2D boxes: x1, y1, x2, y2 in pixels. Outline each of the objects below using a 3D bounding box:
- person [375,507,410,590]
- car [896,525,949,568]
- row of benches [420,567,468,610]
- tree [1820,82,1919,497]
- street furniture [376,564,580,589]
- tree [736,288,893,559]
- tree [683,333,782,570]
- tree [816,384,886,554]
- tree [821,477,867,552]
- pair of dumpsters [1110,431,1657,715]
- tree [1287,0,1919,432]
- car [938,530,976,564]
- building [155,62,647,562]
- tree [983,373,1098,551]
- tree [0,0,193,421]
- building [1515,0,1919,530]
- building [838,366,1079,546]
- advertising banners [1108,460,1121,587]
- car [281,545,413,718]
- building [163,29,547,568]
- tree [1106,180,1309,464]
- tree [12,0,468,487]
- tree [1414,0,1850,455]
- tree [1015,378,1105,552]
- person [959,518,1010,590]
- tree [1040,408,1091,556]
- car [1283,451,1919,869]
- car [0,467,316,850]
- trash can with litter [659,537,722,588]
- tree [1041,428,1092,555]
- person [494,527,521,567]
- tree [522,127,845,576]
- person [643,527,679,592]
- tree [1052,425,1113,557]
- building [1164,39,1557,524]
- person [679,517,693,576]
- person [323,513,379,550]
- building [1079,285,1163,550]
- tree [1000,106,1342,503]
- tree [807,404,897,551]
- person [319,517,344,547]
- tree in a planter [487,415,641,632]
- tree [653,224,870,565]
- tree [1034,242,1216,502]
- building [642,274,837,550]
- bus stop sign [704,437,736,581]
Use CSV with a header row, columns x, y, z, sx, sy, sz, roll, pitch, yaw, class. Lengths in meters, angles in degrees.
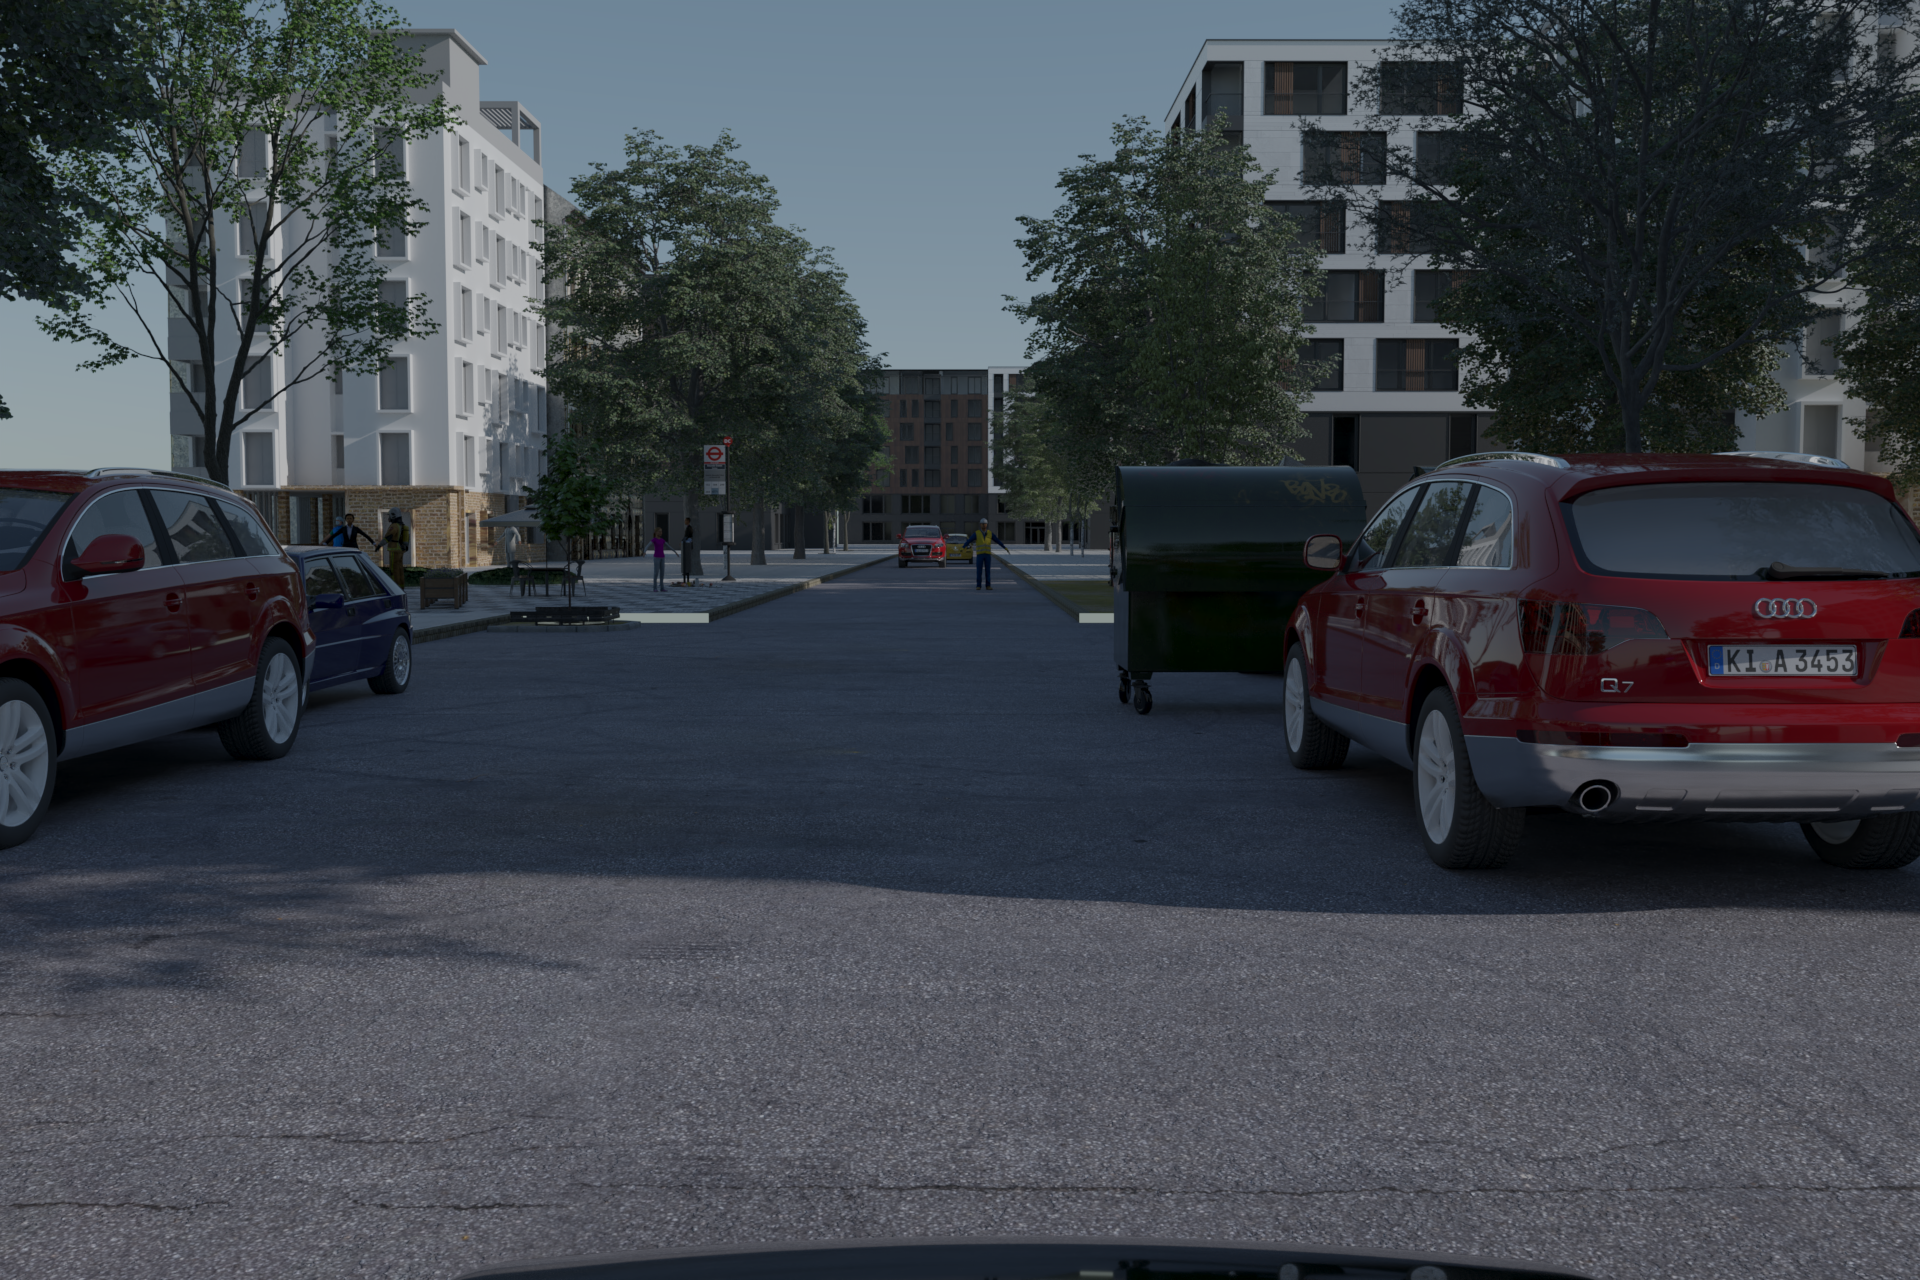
x,y,z,sx,sy,sz,roll,pitch,yaw,class
-12.116,-1.919,37.139,0.705,1.858,1.354,1,4,9,person
-1.604,-4.058,75.025,2.281,1.827,5.304,0,4,0,car
-9.289,-0.965,31.239,1.422,0.672,4.104,-1,4,-13,row of benches
26.492,-8.352,43.209,9.857,13.997,8.962,0,3,0,tree
-15.003,-1.737,44.027,10.072,0.657,5.734,2,4,26,street furniture
-8.141,-11.127,88.588,9.857,13.997,8.962,0,3,0,tree
-8.707,-6.848,62.324,4.360,8.622,3.978,0,3,0,tree
-8.625,-11.370,111.654,9.928,11.665,9.643,0,3,0,tree
-8.577,-10.406,120.498,4.737,8.622,4.395,0,3,0,tree
3.444,-0.568,14.245,4.436,2.255,1.574,0,4,-1,pair of dumpsters
10.060,-7.046,25.580,12.009,13.543,11.850,0,3,0,tree
-0.201,-4.498,83.773,2.015,1.641,3.980,0,4,0,car
-27.365,-15.794,89.168,19.493,23.208,18.063,0,4,1,building
6.593,-13.729,131.124,9.857,13.997,8.962,0,3,0,tree
-12.048,-6.718,16.503,9.857,13.997,8.962,0,3,0,tree
26.101,-12.675,63.650,16.016,20.090,11.380,0,4,0,building
1.272,-23.063,223.507,32.646,21.610,27.936,0,3,0,building
3.740,-2.791,41.814,0.090,3.025,2.074,0,4,-2,advertising banners
-5.864,-0.102,14.255,1.945,1.354,3.894,0,3,0,car
-23.910,-12.840,66.354,16.016,20.090,11.380,0,3,0,building
4.985,-5.248,36.175,4.737,8.622,4.395,0,3,0,tree
-11.814,-6.221,27.474,9.928,11.665,9.643,0,3,0,tree
14.793,-8.087,38.881,9.857,13.997,8.962,0,3,0,tree
7.237,-12.409,121.013,7.486,12.596,7.792,0,3,0,tree
0.613,-2.202,44.431,1.349,1.833,0.705,-1,4,-10,person
6.376,-9.246,101.529,4.360,8.622,3.978,0,3,0,tree
3.043,-0.017,8.943,2.281,1.827,5.304,0,3,0,car
-5.318,-0.052,9.526,2.281,1.827,5.304,0,4,0,car
-6.554,-1.926,42.552,1.678,1.210,2.233,0,4,1,trash can with litter
6.699,-9.608,107.456,4.360,8.622,3.978,0,3,0,tree
-15.354,-3.231,59.017,1.347,1.806,0.705,3,4,37,person
-8.421,-8.974,53.387,9.857,13.997,8.962,0,3,0,tree
-6.623,-1.777,38.317,0.599,1.433,0.991,3,5,42,person
6.558,-8.818,94.532,4.360,8.622,3.978,0,3,0,tree
24.004,-14.941,88.262,27.936,21.610,32.646,0,4,0,building
-8.432,-2.902,53.665,0.704,1.802,1.346,0,4,4,person
-13.445,-1.924,38.172,1.216,1.740,0.721,-1,4,-14,person
24.680,-19.238,158.513,27.936,21.610,32.646,0,3,0,building
6.276,-8.841,51.206,9.857,13.997,8.962,0,3,0,tree
-8.492,-12.448,129.282,9.928,11.665,9.643,0,3,0,tree
-19.145,-2.892,53.418,1.347,1.817,0.704,1,4,18,person
-5.919,-1.770,26.158,1.991,3.239,1.994,0,3,0,tree in a planter
-8.505,-10.102,71.831,9.857,13.997,8.962,0,3,0,tree
6.668,-9.172,68.091,7.486,12.596,7.792,0,3,0,tree
-25.692,-18.873,152.544,27.936,21.610,32.646,0,4,-1,building
-6.573,-3.595,47.476,0.855,3.939,0.416,0,4,0,bus stop sign
